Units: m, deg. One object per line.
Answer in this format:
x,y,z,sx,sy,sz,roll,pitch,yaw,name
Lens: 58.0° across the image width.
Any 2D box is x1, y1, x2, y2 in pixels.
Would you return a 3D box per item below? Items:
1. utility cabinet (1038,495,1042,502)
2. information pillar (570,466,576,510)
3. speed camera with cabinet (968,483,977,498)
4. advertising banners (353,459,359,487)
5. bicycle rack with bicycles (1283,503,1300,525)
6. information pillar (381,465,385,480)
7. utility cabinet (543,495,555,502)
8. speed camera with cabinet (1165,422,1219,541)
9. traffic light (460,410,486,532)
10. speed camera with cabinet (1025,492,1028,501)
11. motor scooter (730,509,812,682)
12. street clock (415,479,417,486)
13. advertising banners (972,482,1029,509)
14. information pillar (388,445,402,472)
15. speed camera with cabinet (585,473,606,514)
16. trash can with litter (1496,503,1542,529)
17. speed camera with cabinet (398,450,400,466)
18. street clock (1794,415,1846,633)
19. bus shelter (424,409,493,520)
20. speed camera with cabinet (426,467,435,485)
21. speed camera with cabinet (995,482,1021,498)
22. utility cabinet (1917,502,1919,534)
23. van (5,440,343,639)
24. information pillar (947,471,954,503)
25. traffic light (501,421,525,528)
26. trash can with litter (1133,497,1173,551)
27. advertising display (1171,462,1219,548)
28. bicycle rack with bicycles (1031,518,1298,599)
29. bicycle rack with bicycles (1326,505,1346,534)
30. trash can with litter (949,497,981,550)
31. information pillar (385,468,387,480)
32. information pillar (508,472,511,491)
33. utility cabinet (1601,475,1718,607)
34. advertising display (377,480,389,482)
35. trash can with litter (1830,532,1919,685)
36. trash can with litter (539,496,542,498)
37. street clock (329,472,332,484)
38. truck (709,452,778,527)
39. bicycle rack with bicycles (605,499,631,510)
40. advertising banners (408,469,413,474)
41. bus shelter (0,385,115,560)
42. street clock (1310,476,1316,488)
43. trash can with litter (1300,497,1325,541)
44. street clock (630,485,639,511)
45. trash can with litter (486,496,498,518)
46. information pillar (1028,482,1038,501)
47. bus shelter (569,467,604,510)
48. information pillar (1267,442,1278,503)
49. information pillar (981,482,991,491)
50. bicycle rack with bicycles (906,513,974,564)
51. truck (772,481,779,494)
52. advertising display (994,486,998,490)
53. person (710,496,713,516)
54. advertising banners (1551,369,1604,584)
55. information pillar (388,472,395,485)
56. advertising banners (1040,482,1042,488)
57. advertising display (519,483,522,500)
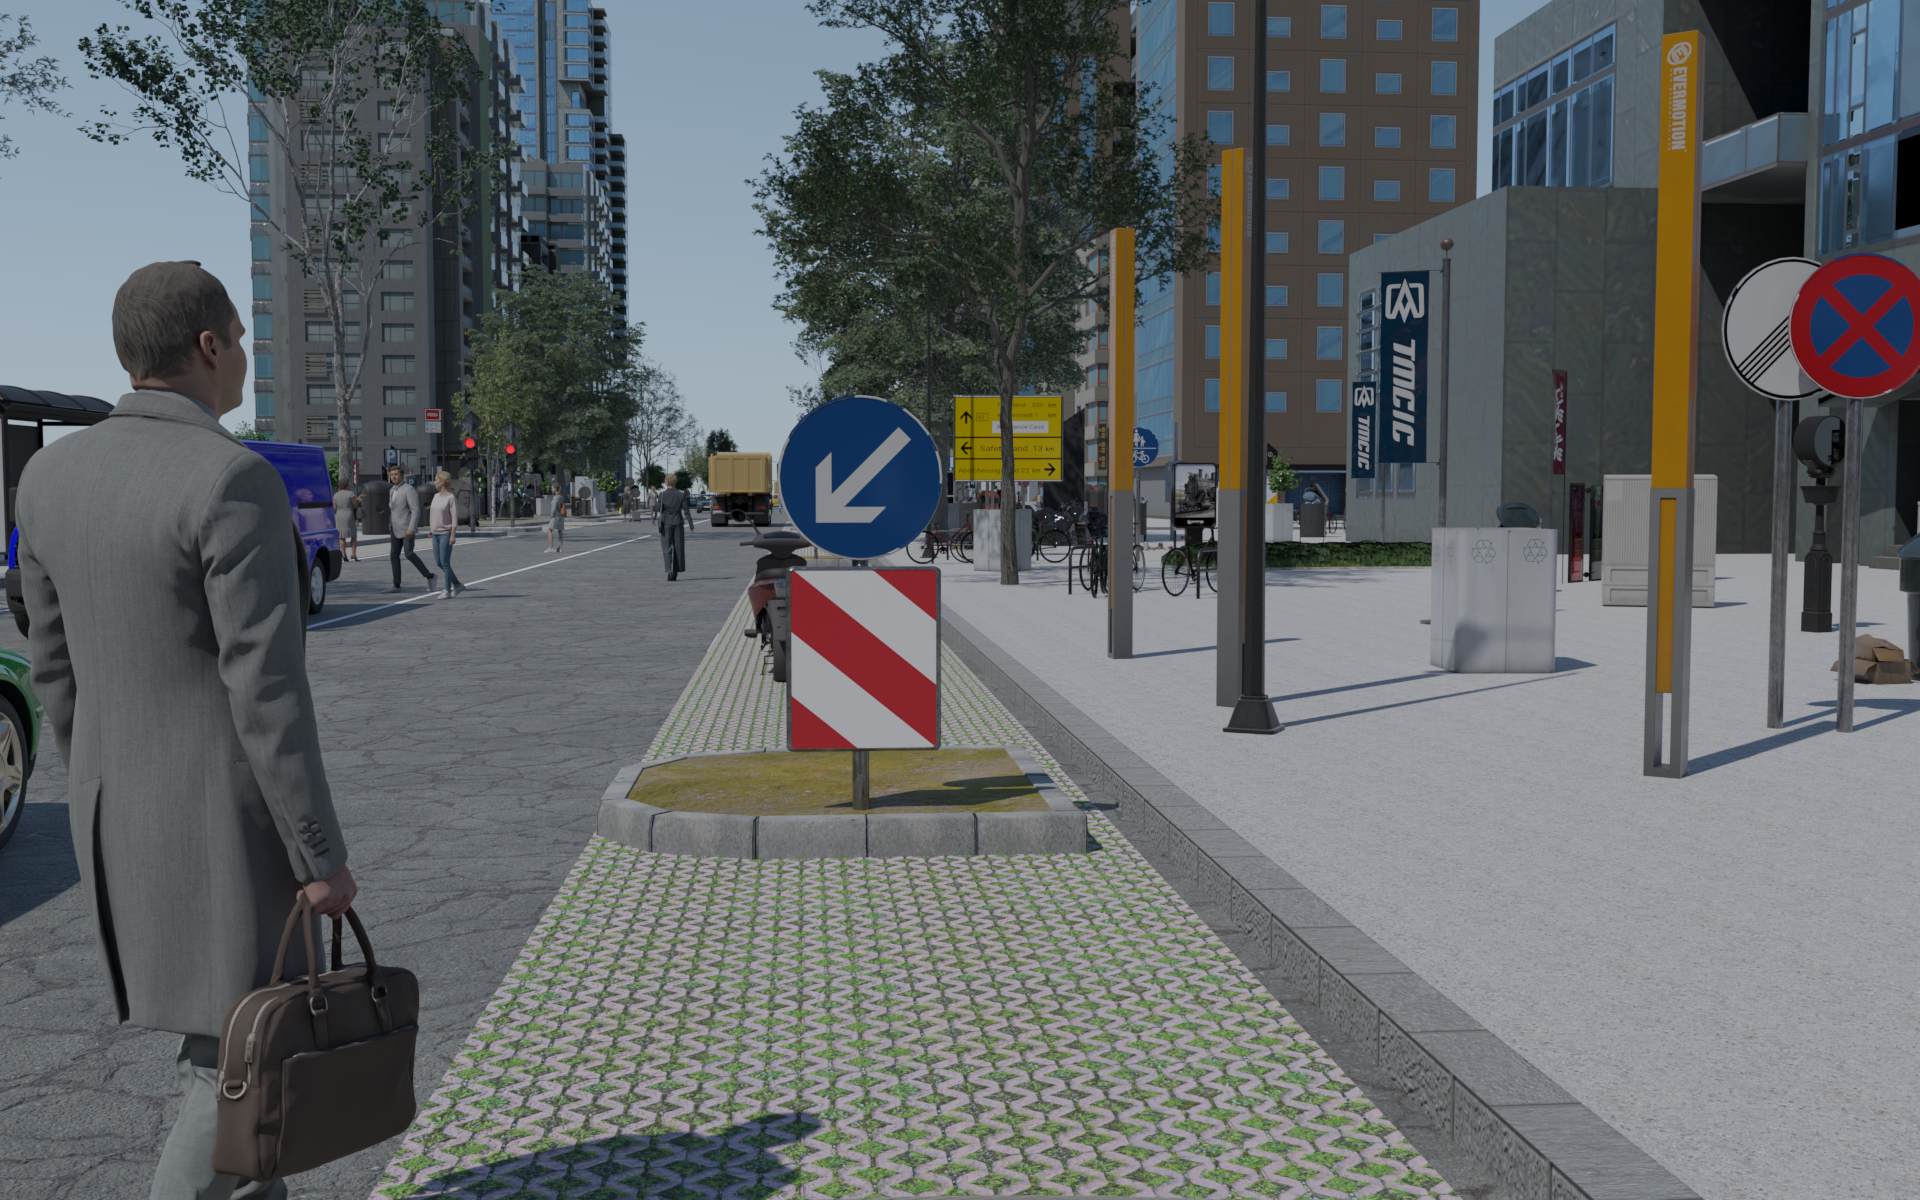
5.090,-5.853,106.854,0.306,1.237,1.020,2,4,33,utility cabinet
-27.201,-7.975,121.743,0.183,3.616,0.504,1,4,19,information pillar
1.384,-8.969,140.976,0.660,3.252,2.038,-2,4,-32,speed camera with cabinet
-29.314,-5.453,85.341,2.074,3.025,0.090,3,4,37,advertising banners
12.944,-3.521,70.953,2.925,0.926,2.852,2,4,27,bicycle rack with bicycles
-45.650,-8.929,137.342,0.183,3.616,0.504,3,5,42,information pillar
-26.142,-6.056,110.170,0.306,1.237,1.020,1,4,16,utility cabinet
6.555,-3.252,47.504,0.660,3.252,2.038,-3,5,-39,speed camera with cabinet
-16.391,-4.240,58.247,0.839,4.253,0.868,0,4,-5,traffic light
4.438,-8.912,140.046,2.038,3.252,0.660,-1,4,-15,speed camera with cabinet
-1.418,-0.063,13.807,0.815,1.314,1.986,0,4,-6,motor scooter
-23.185,-4.193,73.121,0.471,2.002,0.358,1,4,19,street clock
1.408,-3.722,57.040,2.074,3.025,0.090,1,4,18,advertising banners
-26.545,-5.517,81.558,0.504,3.616,0.183,-1,4,-13,information pillar
-23.093,-7.049,109.579,0.660,3.252,2.038,1,4,11,speed camera with cabinet
7.240,-0.661,22.193,0.624,1.170,1.055,0,4,5,trash can with litter
-25.219,-5.057,77.011,0.660,3.252,2.038,1,4,21,speed camera with cabinet
7.969,-0.703,16.057,0.471,2.002,0.358,-1,4,-23,street clock
-24.296,-6.515,84.148,2.179,5.291,8.768,0,4,-5,bus shelter
-38.654,-8.074,126.339,0.660,3.252,2.038,-1,4,-19,speed camera with cabinet
3.792,-8.669,136.077,2.038,3.252,0.660,2,4,27,speed camera with cabinet
11.425,-0.517,19.611,0.306,1.237,1.020,-3,5,-41,utility cabinet
-8.469,-0.892,18.965,2.240,2.365,5.245,0,4,-4,van
-0.377,-3.160,56.161,0.304,2.012,0.304,-2,4,-27,information pillar
-17.106,-4.727,66.200,0.839,4.253,0.868,0,4,-5,traffic light
4.456,-1.784,40.230,1.678,1.210,2.233,2,4,31,trash can with litter
4.793,-1.852,35.491,0.974,1.923,0.123,-1,4,-18,advertising display
2.417,-0.546,22.310,2.852,0.926,2.925,2,4,32,bicycle rack with bicycles
12.922,-2.576,55.495,2.852,0.926,2.925,0,4,-6,bicycle rack with bicycles
0.575,-1.759,39.816,2.233,1.210,1.678,1,4,19,trash can with litter
-37.370,-7.502,114.016,0.504,3.616,0.183,-1,4,-14,information pillar
-29.190,-7.429,112.816,0.504,3.616,0.183,1,4,13,information pillar
7.925,-0.671,19.651,1.173,1.500,0.318,1,4,16,utility cabinet
-27.094,-4.667,81.525,0.123,1.923,0.974,1,4,20,advertising display
6.555,-0.024,11.780,1.055,1.170,0.624,-1,4,-14,trash can with litter
-27.039,-6.038,110.111,1.055,1.170,0.624,0,4,-5,trash can with litter
-20.864,-3.207,56.997,0.358,2.002,0.471,1,4,10,street clock
-9.894,-5.080,78.981,3.469,3.379,9.791,0,4,-5,truck
-27.307,-7.728,139.732,2.852,0.926,2.925,-2,4,-30,bicycle rack with bicycles
-39.365,-7.696,122.011,2.074,3.025,0.090,1,4,21,advertising banners
-17.860,-2.395,33.077,2.014,3.302,5.546,0,4,-5,bus shelter
14.482,-4.072,71.147,0.358,2.002,0.471,1,4,12,street clock
7.984,-1.606,37.314,2.233,1.210,1.678,1,4,12,trash can with litter
-25.699,-8.126,137.432,0.471,2.002,0.358,-2,4,-24,street clock
-24.927,-4.922,91.863,0.624,1.170,1.055,-3,5,-42,trash can with litter
2.809,-4.636,67.149,0.504,3.616,0.183,-3,5,-41,information pillar
-28.908,-8.592,134.409,2.014,3.302,5.546,0,4,-5,bus shelter
14.025,-5.295,77.920,0.504,3.616,0.183,1,4,9,information pillar
1.068,-4.721,68.548,0.504,3.616,0.183,3,4,39,information pillar
0.634,-1.168,32.477,2.925,0.926,2.852,1,4,10,bicycle rack with bicycles
-26.780,-16.254,261.669,3.469,3.379,9.791,0,4,-7,truck
2.407,-7.834,133.301,0.974,1.923,0.123,0,4,0,advertising display
-15.543,-5.864,108.628,0.306,1.304,0.590,-1,4,-15,person
8.951,-1.766,25.062,0.090,3.025,2.074,3,5,41,advertising banners
-18.995,-3.279,58.106,0.304,2.012,0.304,-1,4,-18,information pillar
3.091,-4.762,74.054,0.090,3.025,2.074,-3,4,-37,advertising banners
-25.985,-5.905,101.766,0.123,1.923,0.974,1,4,9,advertising display
